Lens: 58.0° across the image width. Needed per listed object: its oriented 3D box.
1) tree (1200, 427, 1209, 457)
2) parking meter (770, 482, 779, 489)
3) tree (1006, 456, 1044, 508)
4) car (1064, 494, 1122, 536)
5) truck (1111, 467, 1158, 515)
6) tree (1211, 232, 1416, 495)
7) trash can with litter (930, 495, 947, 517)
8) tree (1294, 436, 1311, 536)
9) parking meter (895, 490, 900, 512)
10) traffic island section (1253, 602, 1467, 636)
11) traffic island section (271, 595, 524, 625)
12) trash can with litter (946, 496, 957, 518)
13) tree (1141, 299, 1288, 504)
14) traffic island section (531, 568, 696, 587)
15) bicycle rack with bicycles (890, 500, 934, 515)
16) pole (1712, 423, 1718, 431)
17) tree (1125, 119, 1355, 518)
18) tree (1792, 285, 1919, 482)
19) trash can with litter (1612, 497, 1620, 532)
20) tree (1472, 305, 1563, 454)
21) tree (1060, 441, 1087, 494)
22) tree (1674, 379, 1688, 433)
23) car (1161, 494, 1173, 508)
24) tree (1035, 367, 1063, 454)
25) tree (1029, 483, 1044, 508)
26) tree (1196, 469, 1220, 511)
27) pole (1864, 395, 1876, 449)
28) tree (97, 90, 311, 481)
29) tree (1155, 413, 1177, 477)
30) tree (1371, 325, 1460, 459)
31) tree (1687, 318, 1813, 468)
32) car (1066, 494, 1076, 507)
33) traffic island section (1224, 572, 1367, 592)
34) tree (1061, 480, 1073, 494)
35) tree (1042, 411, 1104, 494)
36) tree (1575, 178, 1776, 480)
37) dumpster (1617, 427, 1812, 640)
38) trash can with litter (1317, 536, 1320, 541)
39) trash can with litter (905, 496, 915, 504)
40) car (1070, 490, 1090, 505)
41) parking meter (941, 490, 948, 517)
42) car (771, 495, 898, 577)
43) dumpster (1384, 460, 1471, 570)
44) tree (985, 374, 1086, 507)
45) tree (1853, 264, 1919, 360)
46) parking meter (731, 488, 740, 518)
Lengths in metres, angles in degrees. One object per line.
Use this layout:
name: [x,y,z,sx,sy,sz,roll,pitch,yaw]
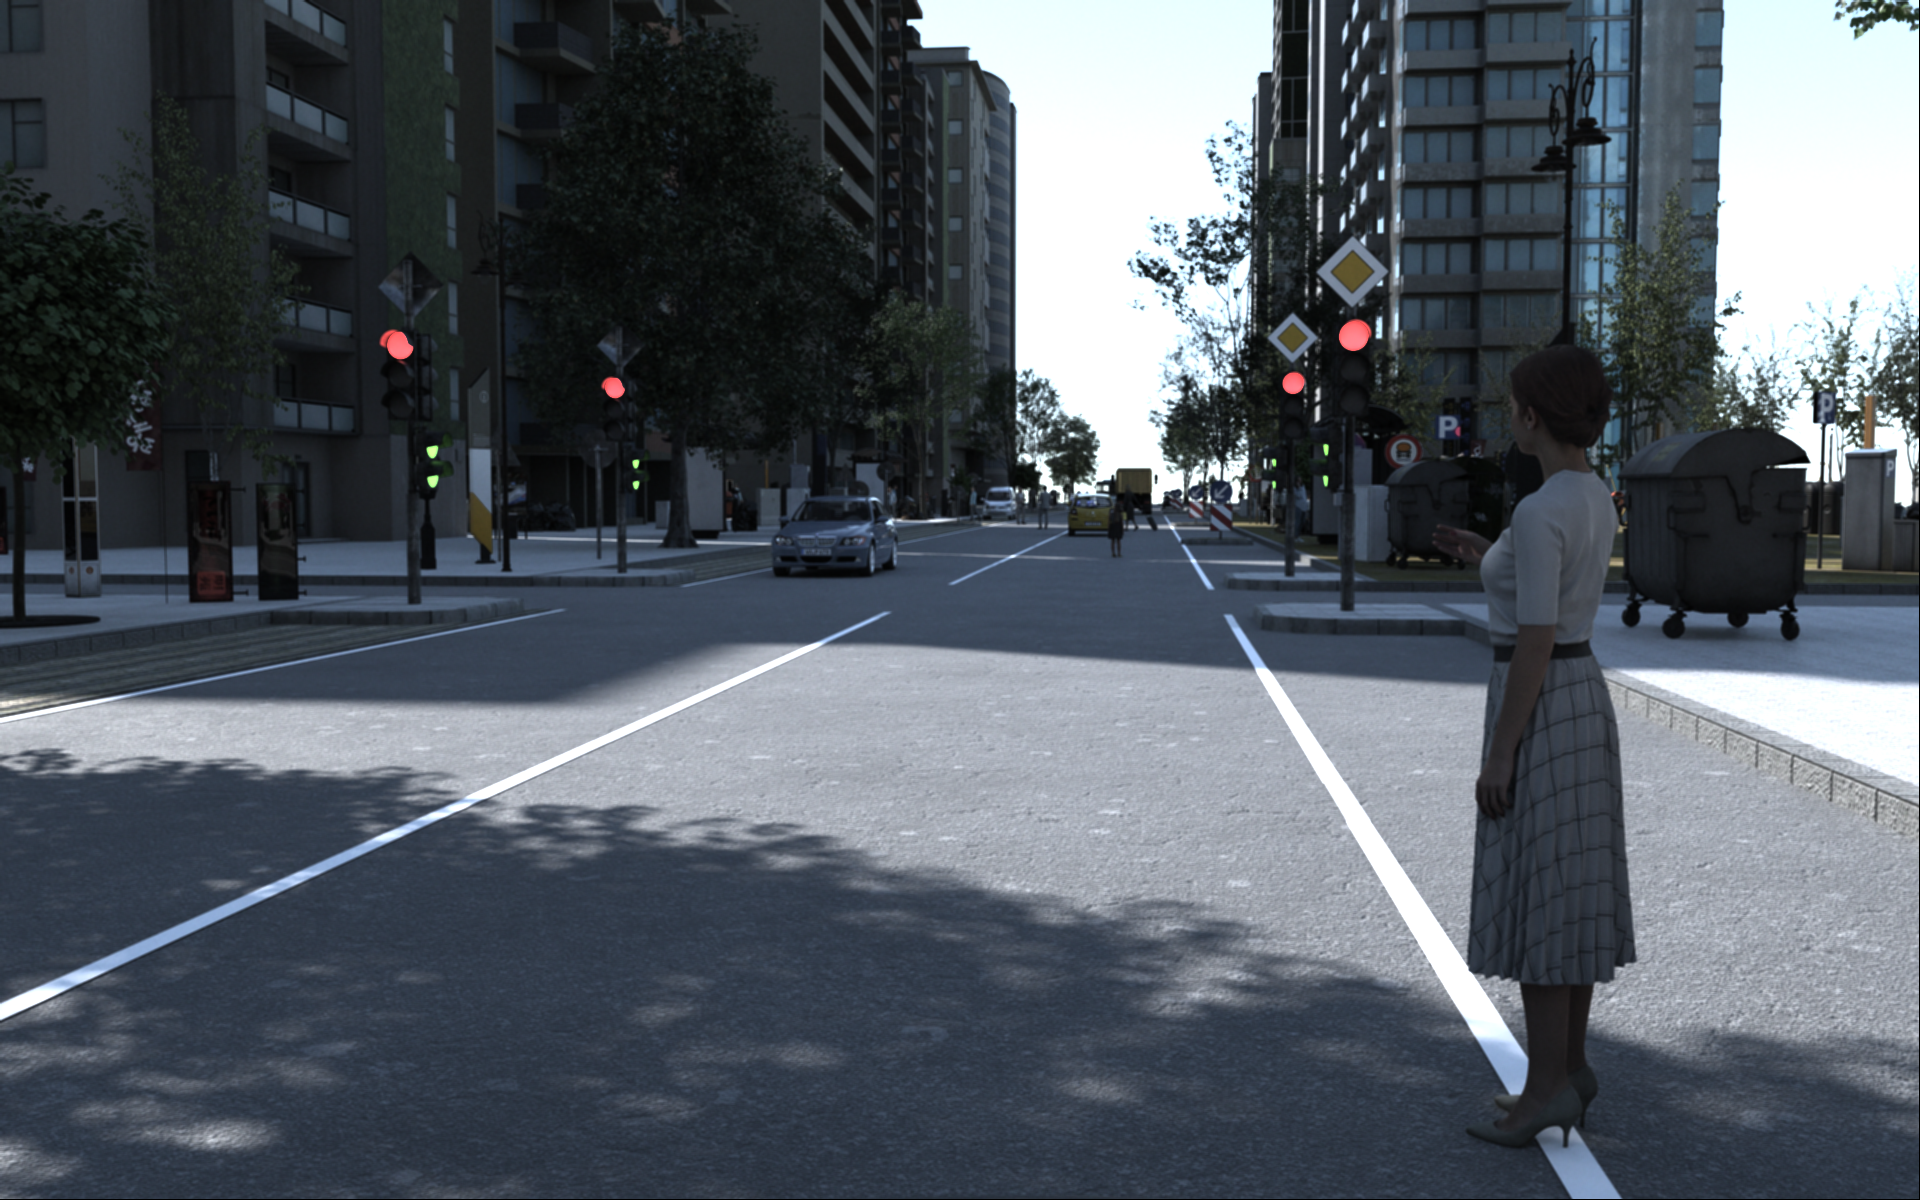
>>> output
tree: [18.564,-10.333,119.308,4.737,8.622,4.395,0,3,0]
parking meter: [-8.716,-4.623,81.295,0.399,1.863,0.255,1,4,17]
tree: [5.535,-10.113,149.061,4.285,4.588,4.351,0,3,0]
car: [4.611,-3.045,60.004,2.015,1.641,3.980,0,4,4]
truck: [12.549,-7.882,124.798,3.469,3.379,9.791,0,4,6]
tree: [12.506,-7.763,61.335,7.601,10.594,8.767,0,4,2]
trash can with litter: [-1.238,-5.195,95.996,1.678,1.210,2.233,2,4,26]
tree: [10.701,-3.627,53.897,1.663,3.219,1.824,0,3,0]
parking meter: [-3.556,-5.429,97.182,0.372,1.533,0.369,0,3,0]
traffic island section: [4.286,0.197,19.065,2.009,0.180,2.903,0,4,6]
traffic island section: [-6.391,0.125,20.243,2.009,0.180,2.903,0,4,6]
trash can with litter: [-0.505,-5.045,93.880,0.624,1.170,1.055,-1,4,-20]
tree: [16.410,-12.116,108.468,12.009,13.543,11.850,0,3,0]
traffic island section: [-5.516,-0.361,28.180,2.009,0.180,2.903,0,4,6]
bicycle rack with bicycles: [-3.057,-5.330,100.527,2.925,0.926,2.852,0,4,6]
pole: [21.762,-3.435,50.006,0.158,3.312,0.155,0,3,0]
tree: [14.151,-14.360,90.682,12.611,20.169,13.585,0,3,0]
tree: [31.348,-6.767,61.009,4.737,8.622,4.395,0,3,0]
trash can with litter: [22.018,-2.912,59.002,0.624,1.170,1.055,-1,4,-11]
tree: [21.934,-7.112,66.644,4.360,8.622,3.978,0,3,0]
tree: [16.428,-18.568,253.952,4.737,8.622,4.395,0,3,0]
tree: [39.934,-8.686,92.382,4.360,8.622,3.978,0,3,0]
car: [21.316,-10.088,174.732,2.009,1.686,4.222,0,4,6]
tree: [4.086,-12.818,135.330,9.928,11.665,9.643,0,3,0]
tree: [7.289,-10.311,163.179,1.663,3.219,1.824,0,3,0]
tree: [19.484,-8.546,134.328,1.663,3.219,1.824,0,3,0]
pole: [18.858,-2.576,35.953,0.158,3.312,0.155,0,3,0]
tree: [-13.858,-4.988,31.910,4.737,8.622,4.395,0,3,0]
tree: [23.014,-14.447,161.968,9.928,11.665,9.643,0,3,0]
tree: [19.834,-7.722,76.610,4.737,8.622,4.395,0,3,0]
tree: [33.346,-7.431,71.860,4.360,8.622,3.978,0,3,0]
car: [12.910,-11.188,193.154,2.015,1.641,3.980,0,4,7]
traffic island section: [5.161,-0.289,27.003,2.009,0.180,2.903,0,4,6]
tree: [14.665,-14.818,236.879,1.663,3.219,1.824,0,3,0]
tree: [16.966,-21.718,261.743,9.857,13.997,8.962,0,3,0]
tree: [16.458,-5.571,41.453,4.737,8.622,4.395,0,3,0]
dumpster: [6.919,-0.623,15.947,1.264,1.857,1.865,0,4,6]
trash can with litter: [10.081,-2.150,46.544,1.055,1.170,0.624,1,4,9]
trash can with litter: [-2.494,-5.008,93.269,1.055,1.170,0.624,2,4,28]
car: [9.021,-7.127,126.114,1.945,1.707,3.694,0,4,6]
parking meter: [-0.877,-5.453,97.560,0.372,1.533,0.369,0,3,0]
car: [-2.216,-1.201,31.641,2.014,1.417,4.499,0,4,6]
dumpster: [8.104,-1.484,30.018,1.264,1.857,1.865,0,4,6]
tree: [7.628,-16.191,175.099,12.009,13.543,11.850,0,3,0]
tree: [30.440,-6.398,54.964,4.360,8.622,3.978,0,3,0]
parking meter: [-9.279,-3.874,71.749,0.372,1.533,0.369,0,3,0]
